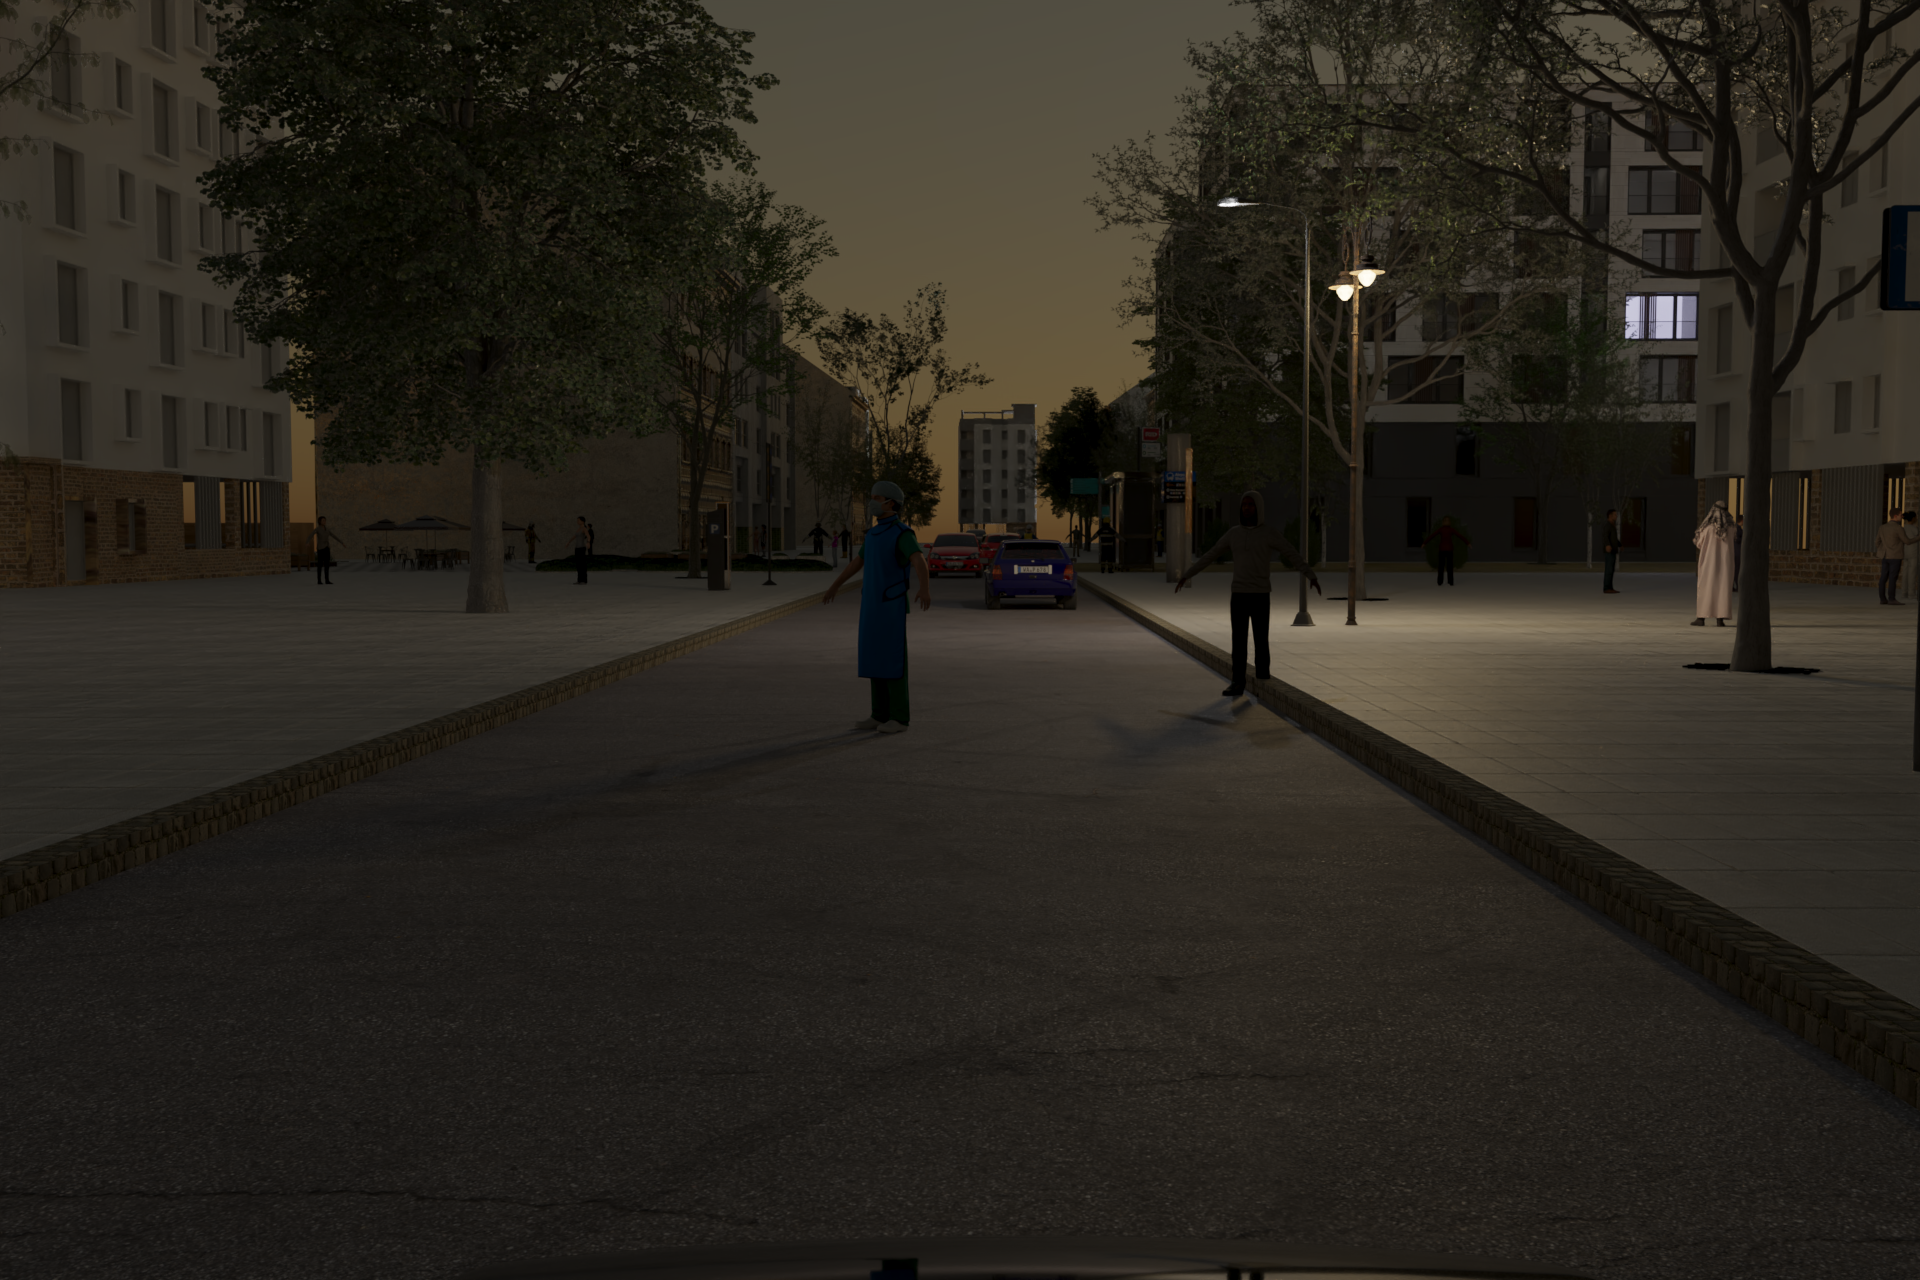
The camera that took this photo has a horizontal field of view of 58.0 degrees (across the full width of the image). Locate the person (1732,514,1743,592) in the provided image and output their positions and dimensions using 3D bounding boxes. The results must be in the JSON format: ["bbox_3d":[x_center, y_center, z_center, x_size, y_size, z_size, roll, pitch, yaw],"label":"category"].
[{"bbox_3d":[17.136,-1.905,38.109,0.530,1.710,0.541,3,5,44],"label":"person"}]

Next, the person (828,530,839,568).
[{"bbox_3d":[-4.845,-3.481,66.173,0.599,1.433,0.991,1,4,16],"label":"person"}]

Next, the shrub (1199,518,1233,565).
[{"bbox_3d":[10.886,-4.192,72.965,1.690,2.028,1.600,0,3,0],"label":"shrub"}]

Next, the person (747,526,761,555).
[{"bbox_3d":[-11.574,-5.577,97.989,0.721,1.733,1.217,3,5,43],"label":"person"}]

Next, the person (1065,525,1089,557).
[{"bbox_3d":[6.531,-5.559,97.165,1.348,1.796,0.705,1,4,15],"label":"person"}]

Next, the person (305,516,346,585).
[{"bbox_3d":[-16.161,-2.283,44.093,0.721,1.744,1.215,2,4,32],"label":"person"}]

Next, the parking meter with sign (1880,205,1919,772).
[{"bbox_3d":[5.177,-0.746,8.460,0.543,3.016,1.738,0,4,1],"label":"parking meter with sign"}]

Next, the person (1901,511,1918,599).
[{"bbox_3d":[19.051,-1.699,34.556,0.721,1.739,1.217,0,4,-4],"label":"person"}]

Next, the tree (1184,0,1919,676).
[{"bbox_3d":[7.536,-6.456,15.933,12.009,13.543,11.850,0,3,0],"label":"tree"}]

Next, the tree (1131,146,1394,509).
[{"bbox_3d":[8.631,-8.071,50.093,7.486,12.596,7.792,0,3,0],"label":"tree"}]

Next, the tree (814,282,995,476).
[{"bbox_3d":[-3.973,-16.728,129.397,12.611,20.169,13.585,0,3,0],"label":"tree"}]

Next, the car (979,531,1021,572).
[{"bbox_3d":[1.667,-3.521,66.605,2.155,1.783,4.494,0,4,1],"label":"car"}]

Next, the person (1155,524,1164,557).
[{"bbox_3d":[11.014,-5.489,95.708,0.705,1.833,1.349,-1,4,-17],"label":"person"}]

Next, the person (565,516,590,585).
[{"bbox_3d":[-9.698,-2.274,43.992,0.721,1.737,1.217,-3,5,-40],"label":"person"}]

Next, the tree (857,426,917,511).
[{"bbox_3d":[-5.211,-10.347,119.543,4.737,8.622,4.395,0,3,0],"label":"tree"}]

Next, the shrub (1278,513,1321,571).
[{"bbox_3d":[11.949,-3.454,60.885,1.690,2.028,1.600,0,3,0],"label":"shrub"}]

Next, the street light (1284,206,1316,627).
[{"bbox_3d":[5.328,-3.145,23.961,1.470,5.913,1.316,0,4,2],"label":"street light"}]

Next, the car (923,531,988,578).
[{"bbox_3d":[-0.121,-2.980,57.765,2.155,1.783,4.494,0,4,2],"label":"car"}]

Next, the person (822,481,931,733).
[{"bbox_3d":[-0.563,-0.247,12.616,0.704,1.817,1.347,-2,4,-35],"label":"person"}]

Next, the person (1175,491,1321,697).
[{"bbox_3d":[2.563,-0.412,15.326,1.348,1.813,0.705,2,4,29],"label":"person"}]

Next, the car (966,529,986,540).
[{"bbox_3d":[1.244,-7.772,135.741,2.281,1.827,5.304,0,4,1],"label":"car"}]

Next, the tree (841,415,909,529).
[{"bbox_3d":[-5.944,-9.578,106.962,4.360,8.622,3.978,0,3,0],"label":"tree"}]

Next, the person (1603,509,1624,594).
[{"bbox_3d":[14.095,-1.919,37.448,0.705,1.821,1.348,2,4,33],"label":"person"}]

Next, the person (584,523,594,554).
[{"bbox_3d":[-18.415,-4.884,86.044,0.705,1.806,1.347,1,4,10],"label":"person"}]

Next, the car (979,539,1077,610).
[{"bbox_3d":[1.359,-1.314,34.071,1.945,1.354,3.894,0,3,0],"label":"car"}]

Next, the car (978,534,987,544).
[{"bbox_3d":[2.018,-5.852,105.466,2.009,1.686,4.222,0,4,1],"label":"car"}]

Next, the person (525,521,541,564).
[{"bbox_3d":[-18.671,-4.268,75.555,0.705,1.858,1.354,1,4,11],"label":"person"}]

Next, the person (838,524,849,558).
[{"bbox_3d":[-6.153,-5.249,91.957,0.704,1.812,1.346,-3,4,-38],"label":"person"}]

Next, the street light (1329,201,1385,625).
[{"bbox_3d":[5.510,-3.145,24.207,0.468,5.910,1.993,0,4,1],"label":"street light"}]

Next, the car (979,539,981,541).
[{"bbox_3d":[0.408,-6.534,118.623,2.131,1.459,4.920,0,4,1],"label":"car"}]

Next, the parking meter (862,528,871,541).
[{"bbox_3d":[-3.898,-3.912,72.374,0.372,1.533,0.369,0,3,0],"label":"parking meter"}]

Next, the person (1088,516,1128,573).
[{"bbox_3d":[4.803,-3.105,56.540,1.351,1.858,0.704,1,4,21],"label":"person"}]

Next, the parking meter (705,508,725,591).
[{"bbox_3d":[-5.553,-2.052,39.263,0.399,1.863,0.255,0,4,1],"label":"parking meter"}]

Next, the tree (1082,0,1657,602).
[{"bbox_3d":[7.548,-7.502,33.030,12.009,13.543,11.850,0,3,0],"label":"tree"}]

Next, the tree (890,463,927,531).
[{"bbox_3d":[-5.016,-12.732,158.522,4.360,8.622,3.978,0,3,0],"label":"tree"}]

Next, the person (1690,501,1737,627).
[{"bbox_3d":[10.513,-1.061,24.066,0.551,1.740,0.621,-1,4,-9],"label":"person"}]

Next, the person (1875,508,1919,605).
[{"bbox_3d":[17.029,-1.513,31.319,0.750,1.759,0.617,0,4,3],"label":"person"}]

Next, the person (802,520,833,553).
[{"bbox_3d":[-5.887,-4.051,72.021,1.354,1.856,0.705,0,4,-6],"label":"person"}]

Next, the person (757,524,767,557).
[{"bbox_3d":[-10.957,-5.517,96.344,0.704,1.843,1.345,-2,4,-26],"label":"person"}]

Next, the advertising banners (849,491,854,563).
[{"bbox_3d":[-4.345,-4.475,69.353,0.090,3.025,2.074,0,4,1],"label":"advertising banners"}]

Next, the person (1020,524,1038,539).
[{"bbox_3d":[2.508,-3.225,61.646,1.216,1.772,0.721,2,4,28],"label":"person"}]

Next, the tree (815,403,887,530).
[{"bbox_3d":[-6.569,-8.986,97.288,4.360,8.622,3.978,0,3,0],"label":"tree"}]

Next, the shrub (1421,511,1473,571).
[{"bbox_3d":[16.719,-3.387,59.413,1.661,2.075,1.752,0,3,0],"label":"shrub"}]

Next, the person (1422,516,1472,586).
[{"bbox_3d":[12.083,-2.215,43.019,1.215,1.729,0.721,1,4,22],"label":"person"}]
